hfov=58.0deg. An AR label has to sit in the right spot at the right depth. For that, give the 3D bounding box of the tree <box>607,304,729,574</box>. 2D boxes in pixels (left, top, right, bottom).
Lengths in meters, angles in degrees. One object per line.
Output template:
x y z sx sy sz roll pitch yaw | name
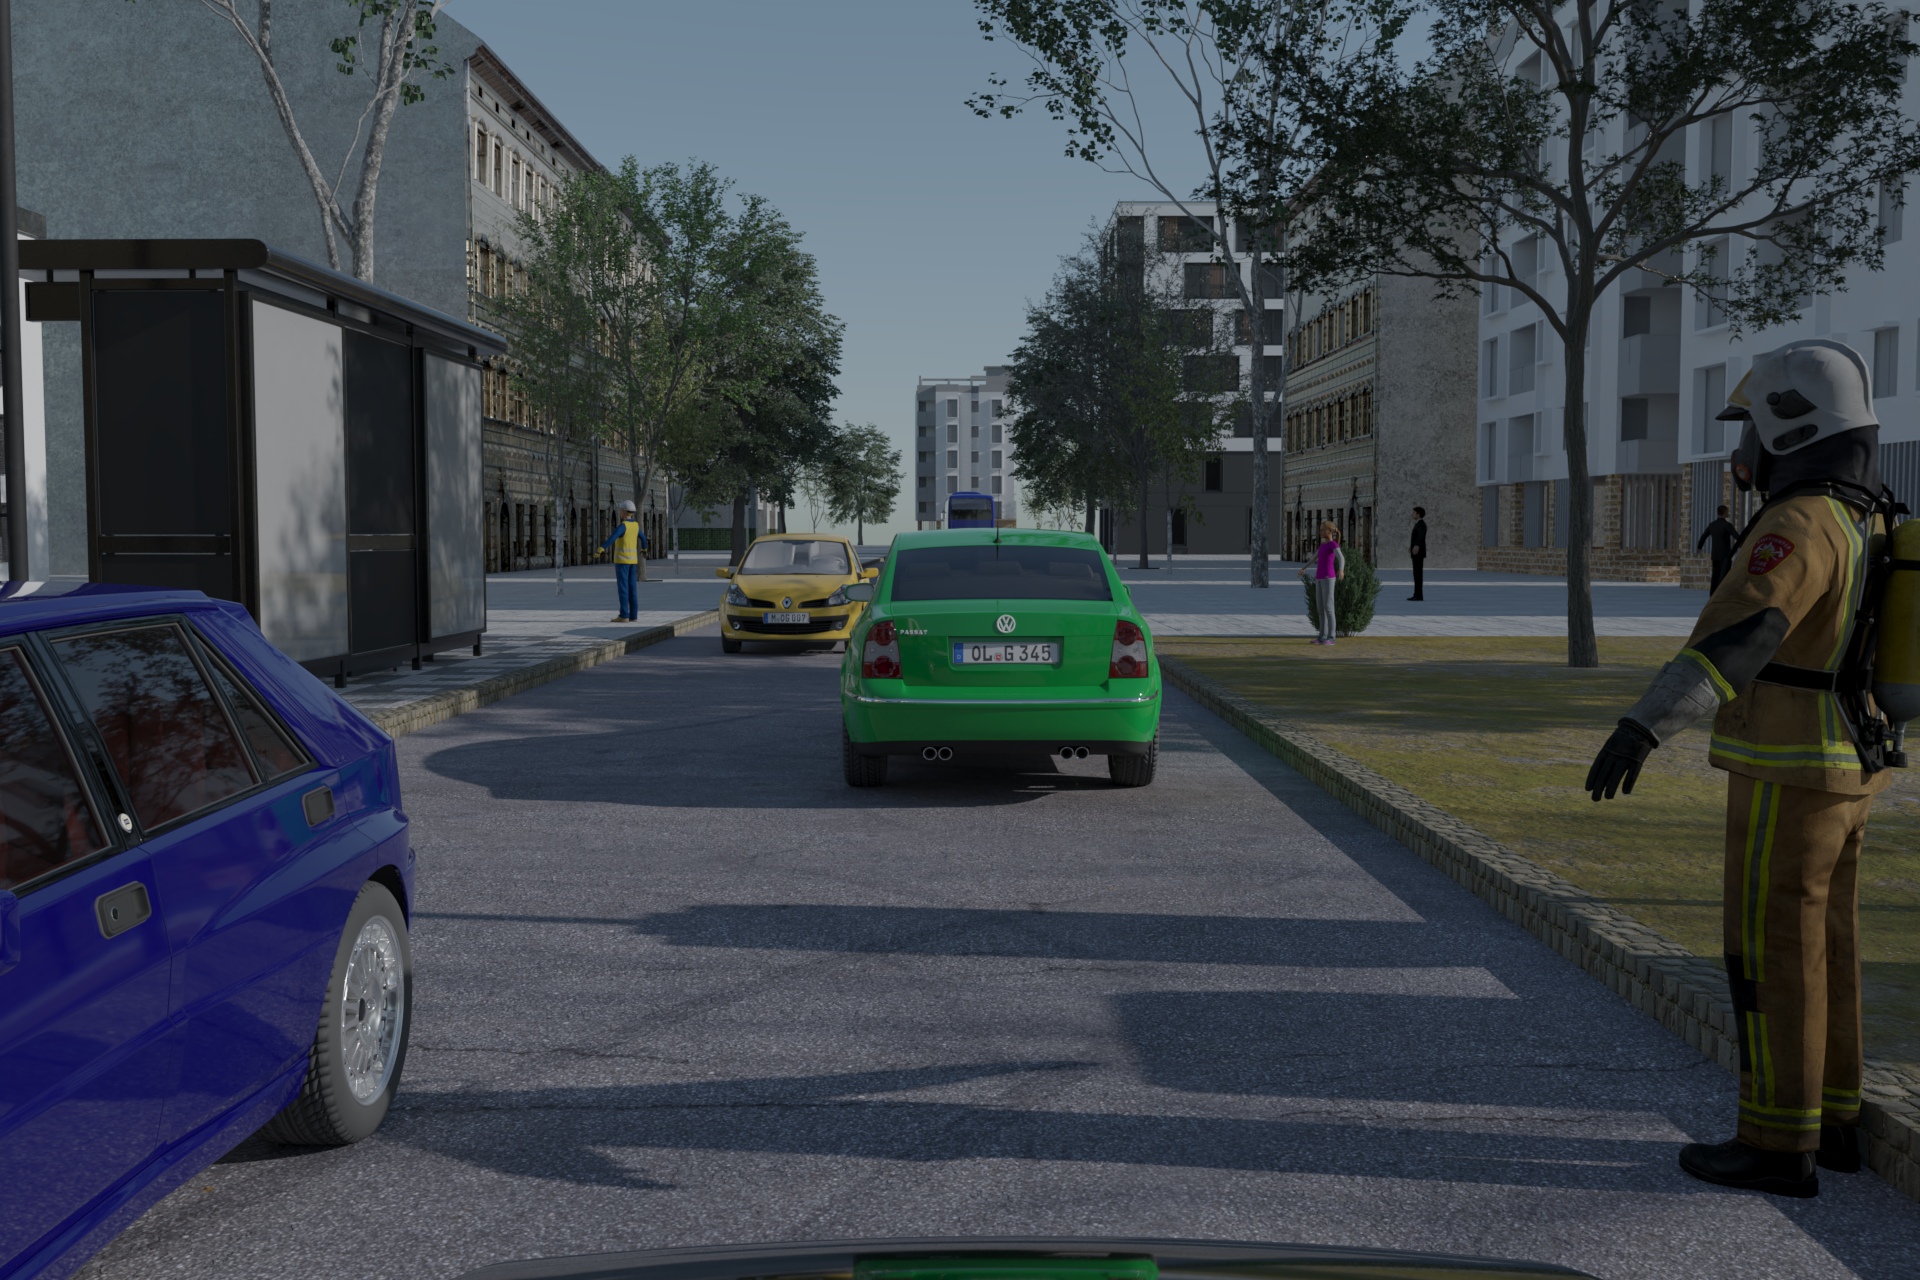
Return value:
-9.126 -6.404 55.076 4.737 8.622 4.395 0 3 0 | tree

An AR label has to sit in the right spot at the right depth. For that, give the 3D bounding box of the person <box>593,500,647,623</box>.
-4.925 -1.149 25.242 0.721 1.772 1.216 2 4 25 | person

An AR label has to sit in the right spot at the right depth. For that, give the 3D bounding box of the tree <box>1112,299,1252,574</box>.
6.884 -6.389 54.829 4.737 8.622 4.395 0 3 0 | tree

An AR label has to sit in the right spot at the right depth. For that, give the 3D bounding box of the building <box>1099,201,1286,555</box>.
23.651 -17.064 122.975 27.936 21.610 32.646 0 3 0 | building

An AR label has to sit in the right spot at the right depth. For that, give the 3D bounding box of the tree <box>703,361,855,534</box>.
-8.863 -9.274 86.045 8.767 10.594 7.601 -3 5 -43 | tree

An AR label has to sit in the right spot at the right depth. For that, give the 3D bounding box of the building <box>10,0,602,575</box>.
-24.397 -14.147 62.229 19.493 23.208 18.063 0 4 0 | building

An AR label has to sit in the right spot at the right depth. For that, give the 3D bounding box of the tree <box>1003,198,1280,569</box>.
6.698 -9.356 63.333 12.009 13.543 11.850 0 3 0 | tree

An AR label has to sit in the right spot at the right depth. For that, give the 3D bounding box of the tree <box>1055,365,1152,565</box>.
6.712 -7.492 72.860 4.360 8.622 3.978 0 3 0 | tree

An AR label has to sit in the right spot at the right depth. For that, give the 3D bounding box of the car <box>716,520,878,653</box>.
-2.025 -0.723 22.050 2.015 1.641 3.980 0 4 0 | car

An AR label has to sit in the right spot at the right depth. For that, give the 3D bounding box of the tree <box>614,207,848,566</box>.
-8.891 -9.925 68.931 9.857 13.997 8.962 0 3 0 | tree

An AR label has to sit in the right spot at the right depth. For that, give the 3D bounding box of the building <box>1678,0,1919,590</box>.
21.876 -11.118 38.195 16.016 20.090 11.380 0 4 0 | building

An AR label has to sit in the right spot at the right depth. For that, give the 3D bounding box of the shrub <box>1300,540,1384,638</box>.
4.755 -0.639 21.567 1.383 1.207 1.383 0 3 0 | shrub

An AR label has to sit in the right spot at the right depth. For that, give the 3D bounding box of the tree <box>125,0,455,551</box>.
-9.908 -10.371 25.454 12.611 20.169 13.585 0 3 0 | tree

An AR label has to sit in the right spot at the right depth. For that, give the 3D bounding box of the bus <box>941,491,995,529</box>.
0.436 -6.598 99.419 2.896 3.916 12.251 0 4 -2 | bus

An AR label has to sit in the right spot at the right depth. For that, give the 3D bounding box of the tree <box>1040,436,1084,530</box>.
6.323 -9.556 106.602 4.737 8.622 4.395 0 3 0 | tree

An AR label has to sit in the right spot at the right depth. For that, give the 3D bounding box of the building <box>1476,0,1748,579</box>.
22.942 -12.331 58.024 16.016 20.090 11.380 0 4 -1 | building

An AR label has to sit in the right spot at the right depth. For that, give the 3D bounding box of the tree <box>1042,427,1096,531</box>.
6.113 -8.850 95.057 4.360 8.622 3.978 0 3 0 | tree

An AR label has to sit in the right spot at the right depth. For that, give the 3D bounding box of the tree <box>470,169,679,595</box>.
-8.562 -5.229 35.853 4.360 8.622 3.978 0 3 0 | tree

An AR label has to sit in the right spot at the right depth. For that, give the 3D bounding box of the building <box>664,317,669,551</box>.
-27.006 -16.011 118.205 16.016 20.090 11.380 0 4 -1 | building

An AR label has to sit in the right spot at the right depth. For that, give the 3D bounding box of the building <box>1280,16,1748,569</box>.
24.564 -14.785 72.660 19.493 23.208 18.063 0 4 0 | building

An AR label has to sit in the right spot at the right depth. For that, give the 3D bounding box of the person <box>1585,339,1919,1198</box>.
1.844 0.267 3.866 1.354 1.858 0.705 -3 5 -41 | person

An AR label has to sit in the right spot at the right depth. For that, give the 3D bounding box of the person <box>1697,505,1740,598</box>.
13.752 -1.529 31.232 0.704 1.802 1.346 -1 4 -21 | person

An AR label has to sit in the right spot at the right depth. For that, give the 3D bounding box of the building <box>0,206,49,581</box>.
-24.809 -5.490 31.913 9.099 9.664 28.070 0 4 0 | building

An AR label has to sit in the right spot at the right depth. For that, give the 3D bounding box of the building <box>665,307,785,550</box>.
-25.174 -17.386 150.714 16.747 18.905 31.486 0 4 0 | building

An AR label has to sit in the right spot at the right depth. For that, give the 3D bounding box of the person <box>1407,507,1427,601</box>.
8.780 -1.659 33.309 0.705 1.806 1.347 1 4 11 | person

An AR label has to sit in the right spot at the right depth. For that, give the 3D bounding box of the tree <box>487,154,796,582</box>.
-8.517 -7.382 46.446 9.928 11.665 9.643 0 3 0 | tree

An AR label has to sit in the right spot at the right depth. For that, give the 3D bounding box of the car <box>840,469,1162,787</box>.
0.200 -0.147 11.198 1.959 1.807 4.718 0 4 -1 | car

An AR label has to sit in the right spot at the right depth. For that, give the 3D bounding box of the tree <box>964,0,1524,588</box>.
6.139 -11.241 39.684 12.611 20.169 13.585 0 3 0 | tree

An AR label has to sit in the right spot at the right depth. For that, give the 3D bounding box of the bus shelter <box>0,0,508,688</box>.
-5.933 -2.215 13.844 2.179 5.291 8.768 0 4 1 | bus shelter

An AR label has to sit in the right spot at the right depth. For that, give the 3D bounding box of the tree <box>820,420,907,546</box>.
-11.063 -17.554 193.666 9.857 13.997 8.962 0 3 0 | tree

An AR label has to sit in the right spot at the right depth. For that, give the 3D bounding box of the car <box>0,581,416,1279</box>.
-2.235 0.597 2.815 1.945 1.354 3.894 0 4 0 | car

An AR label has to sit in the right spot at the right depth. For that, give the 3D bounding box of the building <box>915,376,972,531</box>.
-4.815 -20.805 199.038 11.380 20.090 16.016 0 4 -1 | building

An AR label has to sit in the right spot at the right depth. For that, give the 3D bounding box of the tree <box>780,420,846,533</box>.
-8.735 -9.425 104.456 4.360 8.622 3.978 0 3 0 | tree

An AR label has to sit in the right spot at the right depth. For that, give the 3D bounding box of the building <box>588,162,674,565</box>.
-24.421 -15.258 80.401 19.493 23.208 18.063 0 4 0 | building

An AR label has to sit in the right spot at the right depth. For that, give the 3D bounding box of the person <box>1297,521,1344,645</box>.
4.196 -0.663 20.108 0.599 1.433 0.991 -1 4 -18 | person

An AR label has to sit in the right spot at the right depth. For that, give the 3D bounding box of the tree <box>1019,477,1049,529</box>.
8.710 -14.865 193.407 4.737 8.622 4.395 0 3 0 | tree

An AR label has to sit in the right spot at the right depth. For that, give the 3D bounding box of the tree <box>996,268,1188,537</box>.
6.394 -10.847 83.998 9.857 13.997 8.962 0 3 0 | tree

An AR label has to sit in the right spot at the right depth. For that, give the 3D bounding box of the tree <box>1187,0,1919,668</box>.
5.689 -5.020 16.492 7.601 10.594 8.767 0 4 6 | tree
